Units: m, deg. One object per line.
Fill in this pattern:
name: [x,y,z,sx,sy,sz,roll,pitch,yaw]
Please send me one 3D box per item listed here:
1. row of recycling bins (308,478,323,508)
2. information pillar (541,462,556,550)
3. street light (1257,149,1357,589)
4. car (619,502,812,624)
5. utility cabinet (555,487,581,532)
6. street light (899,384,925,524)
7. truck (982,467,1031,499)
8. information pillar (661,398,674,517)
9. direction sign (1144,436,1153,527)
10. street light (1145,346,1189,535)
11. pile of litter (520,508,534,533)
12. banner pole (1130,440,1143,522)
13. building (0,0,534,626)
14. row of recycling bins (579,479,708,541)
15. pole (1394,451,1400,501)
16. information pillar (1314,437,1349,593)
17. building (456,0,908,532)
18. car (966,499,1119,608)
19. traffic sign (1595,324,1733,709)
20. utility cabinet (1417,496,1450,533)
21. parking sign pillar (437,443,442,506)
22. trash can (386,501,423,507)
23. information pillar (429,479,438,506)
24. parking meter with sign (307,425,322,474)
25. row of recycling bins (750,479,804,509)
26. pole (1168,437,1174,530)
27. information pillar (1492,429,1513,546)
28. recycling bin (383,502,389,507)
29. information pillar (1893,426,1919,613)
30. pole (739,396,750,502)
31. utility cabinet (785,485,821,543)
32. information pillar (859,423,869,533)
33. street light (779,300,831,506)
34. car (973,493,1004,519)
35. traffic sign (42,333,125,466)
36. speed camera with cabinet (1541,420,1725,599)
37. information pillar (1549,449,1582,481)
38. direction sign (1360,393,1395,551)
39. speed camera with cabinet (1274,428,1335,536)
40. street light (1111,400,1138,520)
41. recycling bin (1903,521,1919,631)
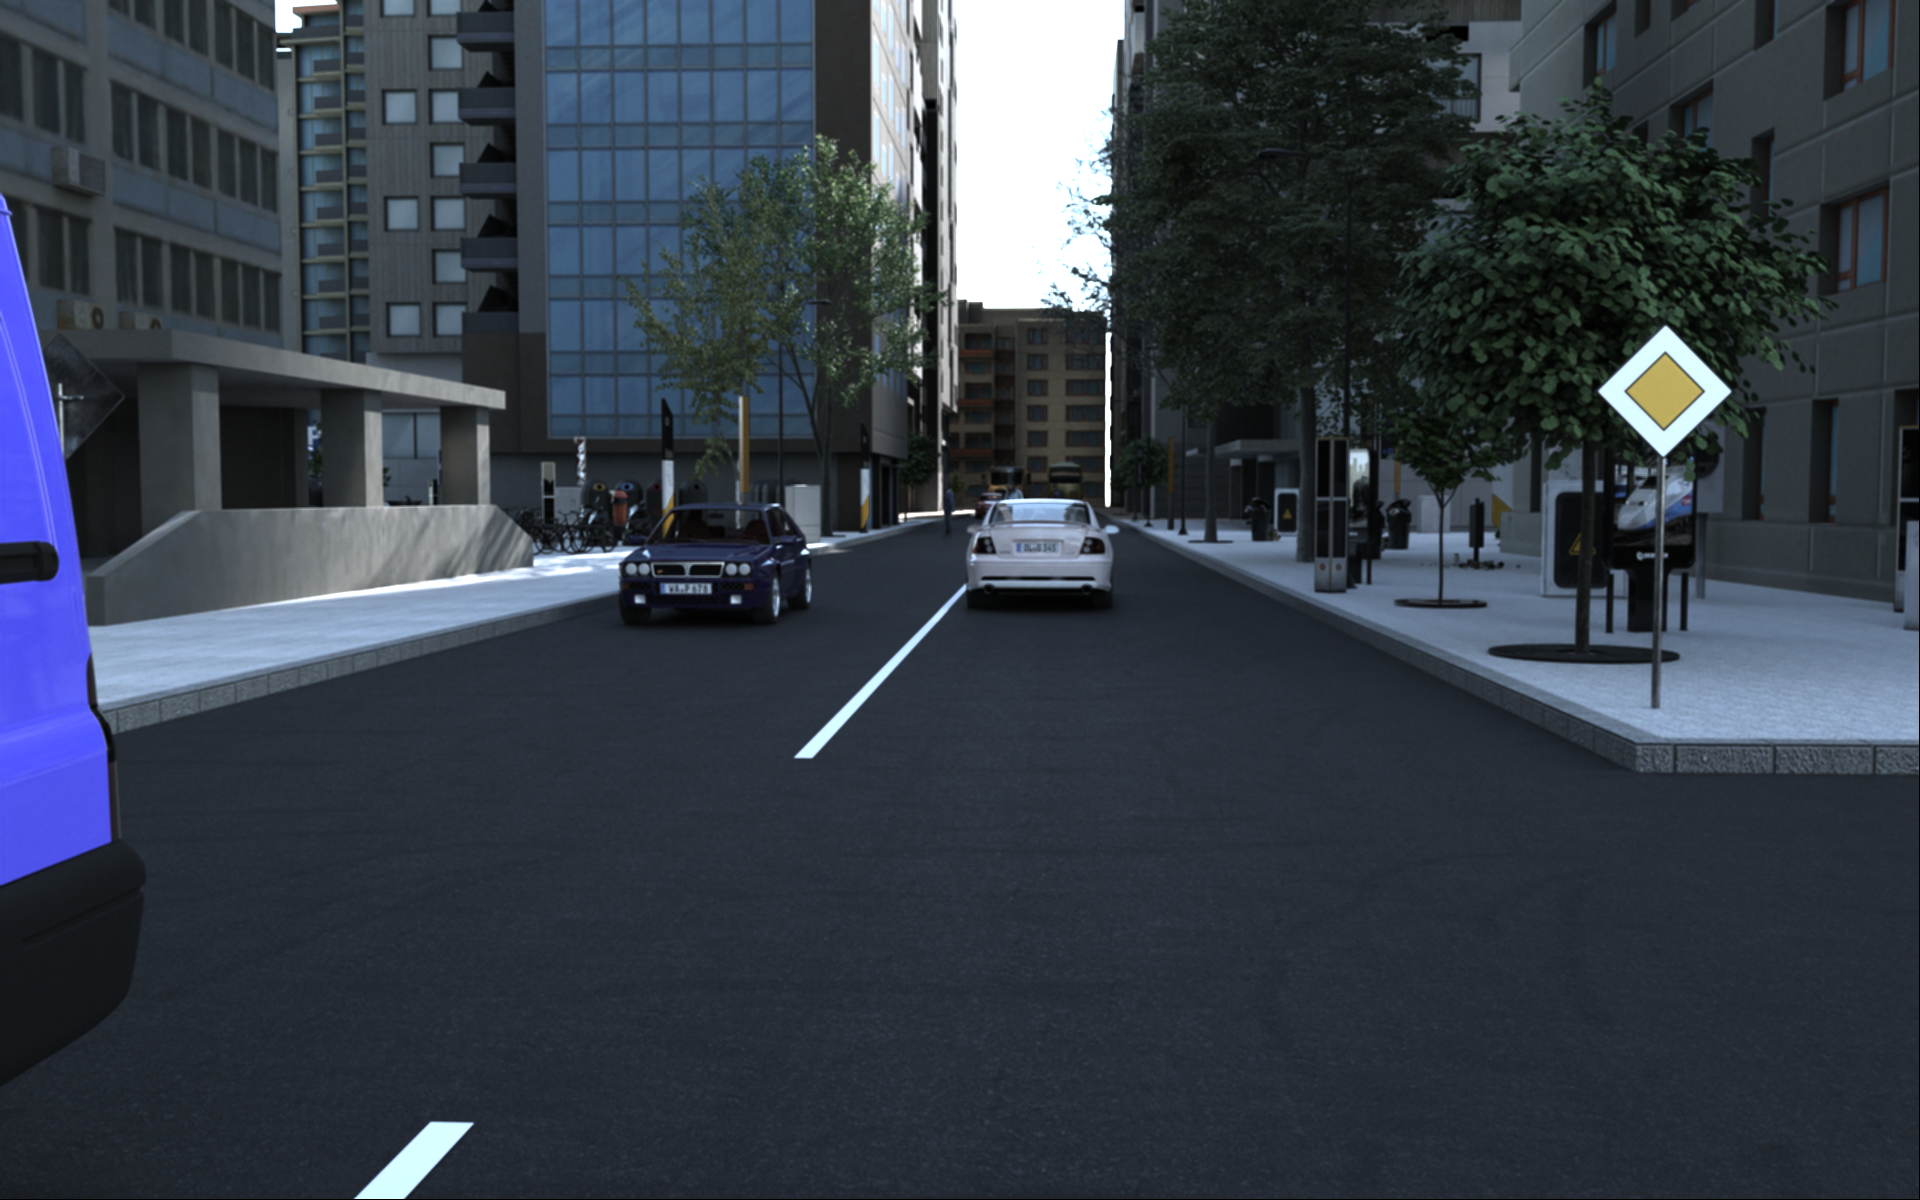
row of recycling bins: [-16.349,-2.173,42.643,3.534,1.692,1.069,1,4,14]
information pillar: [-9.441,-2.156,39.738,0.304,2.012,0.304,-1,4,-17]
street light: [4.692,-3.113,23.441,1.470,5.913,1.316,0,4,3]
car: [-2.805,-0.474,20.333,1.945,1.354,3.894,0,4,3]
utility cabinet: [-12.859,-2.983,57.452,1.173,1.500,0.318,0,4,8]
street light: [-2.151,-6.142,72.955,1.470,5.913,1.316,0,4,3]
truck: [3.522,-7.909,125.232,3.469,3.379,9.791,0,4,4]
information pillar: [-7.184,-3.131,42.546,0.183,3.616,0.504,1,4,16]
direction sign: [7.447,-4.673,68.401,0.379,3.537,0.876,0,4,1]
street light: [6.485,-5.005,54.373,1.470,5.913,1.316,0,4,3]
pile of litter: [-13.834,-2.473,54.407,1.176,0.858,1.719,-1,4,-19]
banner pole: [8.271,-5.542,80.627,0.401,3.779,0.863,3,5,42]
building: [-24.007,-20.275,23.381,32.217,40.220,23.993,0,4,3]
row of recycling bins: [-8.729,-2.488,47.784,3.534,1.692,1.069,0,4,-3]
pole: [14.482,-3.885,57.368,0.158,3.312,0.155,0,3,0]
information pillar: [4.828,-1.102,22.512,0.304,2.012,0.304,-2,4,-32]
building: [-9.454,-25.343,64.467,14.600,45.320,14.200,0,4,3]
car: [1.098,-0.661,23.170,2.083,1.381,4.827,0,4,4]
traffic sign: [4.161,-0.408,10.307,0.795,2.450,0.064,0,4,3]
utility cabinet: [15.459,-2.773,56.507,1.020,1.237,0.306,0,4,-8]
parking sign pillar: [-19.587,-4.757,66.249,1.447,3.967,1.447,-2,4,-31]
trash can: [-11.718,-1.523,36.554,0.748,1.137,0.748,0,3,0]
information pillar: [-25.782,-4.914,84.844,0.304,2.012,0.304,3,5,40]
parking meter with sign: [-16.259,-2.959,44.647,0.543,3.016,1.738,0,4,1]
row of recycling bins: [-5.261,-2.583,49.342,1.069,1.692,3.534,-2,4,-24]
pole: [7.567,-4.174,62.085,0.158,3.312,0.155,0,3,0]
information pillar: [13.412,-3.142,42.719,0.504,3.616,0.183,2,4,31]
recycling bin: [-17.490,-2.444,52.520,0.722,1.027,0.722,0,4,-2]
information pillar: [10.320,-0.870,18.722,0.304,2.012,0.304,3,5,39]
pole: [-4.501,-2.589,36.173,0.158,3.312,0.155,0,3,0]
utility cabinet: [-4.033,-2.182,44.357,0.318,1.500,1.173,2,4,29]
information pillar: [-3.133,-4.013,56.969,0.183,3.616,0.504,1,4,22]
street light: [-3.773,-4.224,41.606,1.470,5.913,1.316,0,4,3]
car: [1.860,-5.686,102.009,2.155,1.783,4.494,0,4,4]
traffic sign: [-5.617,-0.441,10.860,0.795,2.450,0.064,0,4,3]
speed camera with cabinet: [8.248,-1.647,21.266,2.038,3.252,0.660,1,4,17]
information pillar: [9.302,-2.158,26.642,0.504,3.616,0.183,0,4,7]
direction sign: [9.363,-2.867,38.865,0.876,3.537,0.379,3,5,44]
speed camera with cabinet: [10.531,-3.544,52.284,2.038,3.252,0.660,3,4,37]
street light: [8.108,-6.897,85.314,1.470,5.913,1.316,0,4,3]
recycling bin: [9.392,-0.226,16.252,0.722,1.027,0.722,-3,4,-37]
